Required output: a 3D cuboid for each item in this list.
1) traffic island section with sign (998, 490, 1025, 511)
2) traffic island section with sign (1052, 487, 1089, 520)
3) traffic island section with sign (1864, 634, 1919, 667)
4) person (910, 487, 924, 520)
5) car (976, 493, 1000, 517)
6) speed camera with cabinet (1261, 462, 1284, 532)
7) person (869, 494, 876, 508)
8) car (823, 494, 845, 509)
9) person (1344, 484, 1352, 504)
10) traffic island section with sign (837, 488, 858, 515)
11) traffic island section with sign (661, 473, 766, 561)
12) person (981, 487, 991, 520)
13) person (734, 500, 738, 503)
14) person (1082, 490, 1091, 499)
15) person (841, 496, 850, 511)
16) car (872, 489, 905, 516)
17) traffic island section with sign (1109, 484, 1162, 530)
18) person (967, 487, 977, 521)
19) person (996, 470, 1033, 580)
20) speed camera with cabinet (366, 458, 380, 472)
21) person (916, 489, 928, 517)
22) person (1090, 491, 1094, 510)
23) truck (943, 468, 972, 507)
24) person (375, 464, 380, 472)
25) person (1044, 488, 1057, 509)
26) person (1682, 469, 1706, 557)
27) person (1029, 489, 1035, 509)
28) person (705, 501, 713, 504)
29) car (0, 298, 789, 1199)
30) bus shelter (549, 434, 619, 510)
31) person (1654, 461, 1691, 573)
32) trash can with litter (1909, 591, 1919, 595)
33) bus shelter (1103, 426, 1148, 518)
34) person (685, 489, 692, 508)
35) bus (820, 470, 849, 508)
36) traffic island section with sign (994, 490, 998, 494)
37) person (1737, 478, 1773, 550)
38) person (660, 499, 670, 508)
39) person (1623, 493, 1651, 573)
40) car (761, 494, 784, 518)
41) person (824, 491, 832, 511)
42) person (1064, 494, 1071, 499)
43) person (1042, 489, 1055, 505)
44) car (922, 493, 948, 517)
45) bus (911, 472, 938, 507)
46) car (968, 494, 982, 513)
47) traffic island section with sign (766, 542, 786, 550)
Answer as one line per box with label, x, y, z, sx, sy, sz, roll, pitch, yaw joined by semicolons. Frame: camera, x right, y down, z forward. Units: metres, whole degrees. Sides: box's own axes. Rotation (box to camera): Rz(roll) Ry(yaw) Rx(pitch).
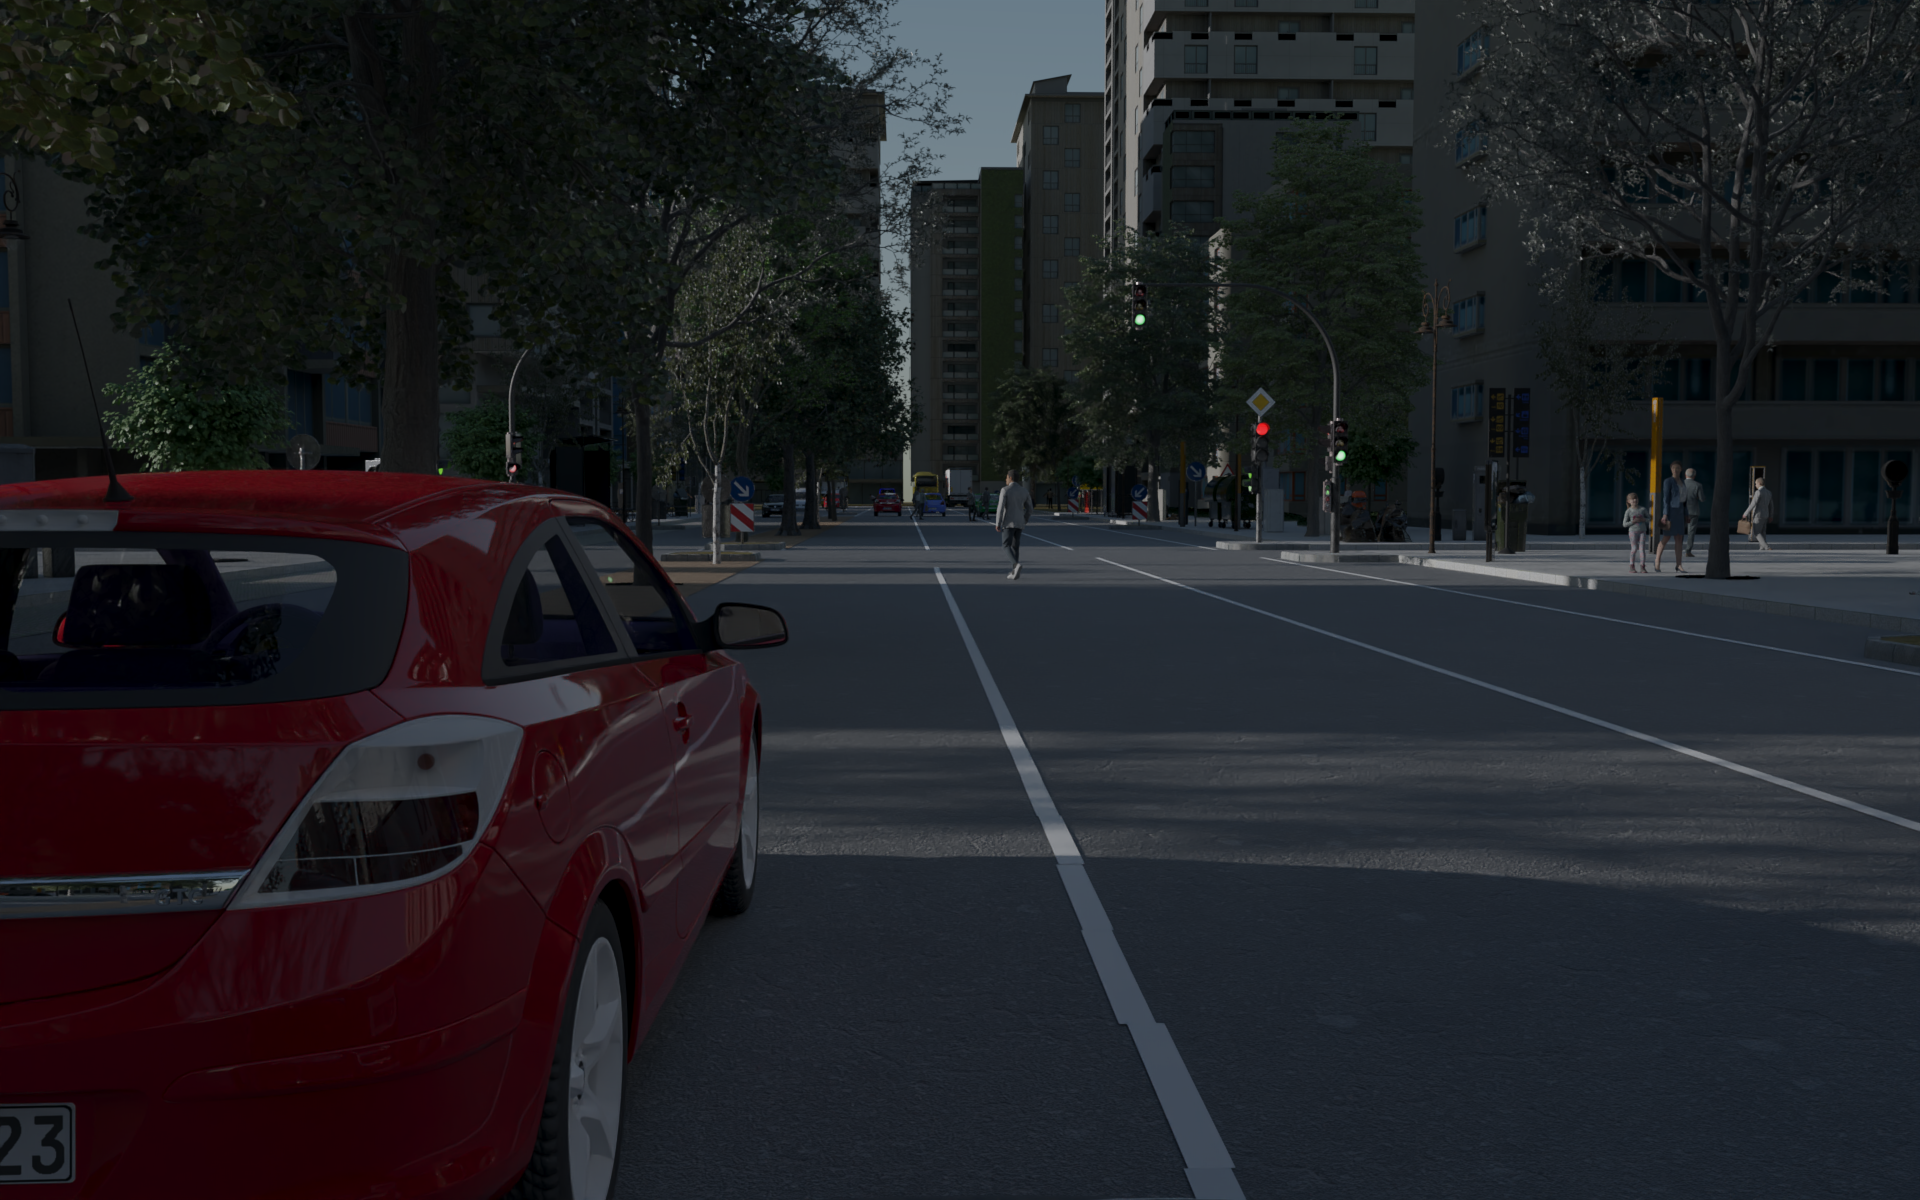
traffic island section with sign;4.522;-8.526;148.022;1.989;1.847;2.006;0;4;-2
traffic island section with sign;6.190;-5.437;97.521;1.989;1.847;2.006;0;4;-2
traffic island section with sign;8.933;-0.373;14.730;1.989;1.847;2.006;0;4;-2
person;-2.406;-5.376;96.505;0.850;1.850;0.679;1;4;18
car;1.986;-6.070;108.046;1.959;1.807;4.718;0;4;-3
speed camera with cabinet;10.600;-3.939;58.743;0.660;3.252;2.038;0;4;4
person;-8.907;-10.086;176.600;0.628;1.438;0.799;3;4;37
car;-11.777;-9.393;162.621;2.155;1.783;4.494;0;4;-1
person;17.530;-4.328;77.470;0.598;1.740;0.731;3;4;36
traffic island section with sign;-8.088;-6.843;120.017;2.006;1.907;1.989;0;4;-2
traffic island section with sign;-5.354;-1.797;37.517;2.006;1.907;1.989;0;4;-2
person;1.481;-5.390;96.733;0.850;1.850;0.679;-3;5;-44
person;-14.251;-5.909;110.125;0.382;1.210;0.505;2;4;27
person;9.682;-7.633;131.551;0.721;1.736;1.217;-2;4;-31
person;-9.497;-8.206;143.193;0.721;1.766;1.217;3;4;39
car;-4.695;-6.347;112.811;2.155;1.783;4.494;0;4;-1
traffic island section with sign;7.093;-3.781;70.455;1.989;1.847;2.006;0;4;-2
person;0.637;-5.019;90.735;0.592;1.802;0.473;-2;4;-30
person;0.942;-1.270;29.113;0.661;1.843;0.795;-2;4;-26
speed camera with cabinet;-15.518;-3.112;45.216;2.038;3.252;0.660;2;4;34
person;-2.340;-6.077;108.340;0.782;1.767;0.515;3;4;37
person;10.648;-8.141;140.614;0.415;1.643;0.593;0;4;-1
truck;-0.235;-12.296;189.953;2.839;4.237;11.283;0;4;-3
person;-8.867;-1.156;26.764;0.474;1.900;0.648;2;4;33
person;8.060;-9.046;153.951;1.348;1.823;0.705;2;4;25
person;14.919;-1.787;35.444;0.661;1.801;0.590;2;4;34
person;6.254;-8.919;152.394;0.750;1.759;0.617;1;4;23
person;-13.545;-5.212;94.384;0.731;1.740;0.598;-1;4;-13
car;-1.575;0.269;4.637;2.155;1.783;4.494;0;4;-1
bus shelter;-15.389;-4.887;71.187;1.731;3.624;6.357;0;4;-2
person;11.623;-1.356;28.236;0.581;1.822;0.654;-1;4;-11
trash can with litter;12.429;-0.607;20.978;1.678;1.210;2.233;0;4;-1
bus shelter;9.081;-7.334;97.550;2.179;5.291;8.768;0;4;-2
person;-25.850;-9.586;163.491;1.217;1.735;0.721;-3;4;-38
bus;-12.849;-11.396;177.870;2.896;3.916;12.252;0;4;-2
traffic island section with sign;3.631;-10.173;174.963;1.989;1.847;2.006;0;4;-2
person;18.679;-1.947;40.461;0.709;1.813;0.853;-2;4;-35
person;-16.691;-5.574;97.364;0.728;1.800;0.709;1;4;14
person;11.034;-1.092;28.172;0.425;1.301;0.394;-1;4;-10
car;-11.191;-5.912;106.440;2.009;1.686;4.222;0;4;-1
person;-11.020;-8.323;145.408;0.721;1.723;1.217;3;5;41
person;12.091;-11.361;191.423;1.348;1.869;0.705;3;5;41
person;8.534;-9.795;167.007;1.217;1.723;0.721;1;4;18
car;-1.755;-6.201;110.975;1.945;1.707;3.694;0;4;0
bus;-3.880;-12.214;191.248;2.896;3.916;12.252;0;4;-3
car;1.611;-7.631;133.560;1.959;1.807;4.718;0;4;-3
traffic island section with sign;-5.590;-2.250;44.920;2.006;1.907;1.989;0;4;-2
